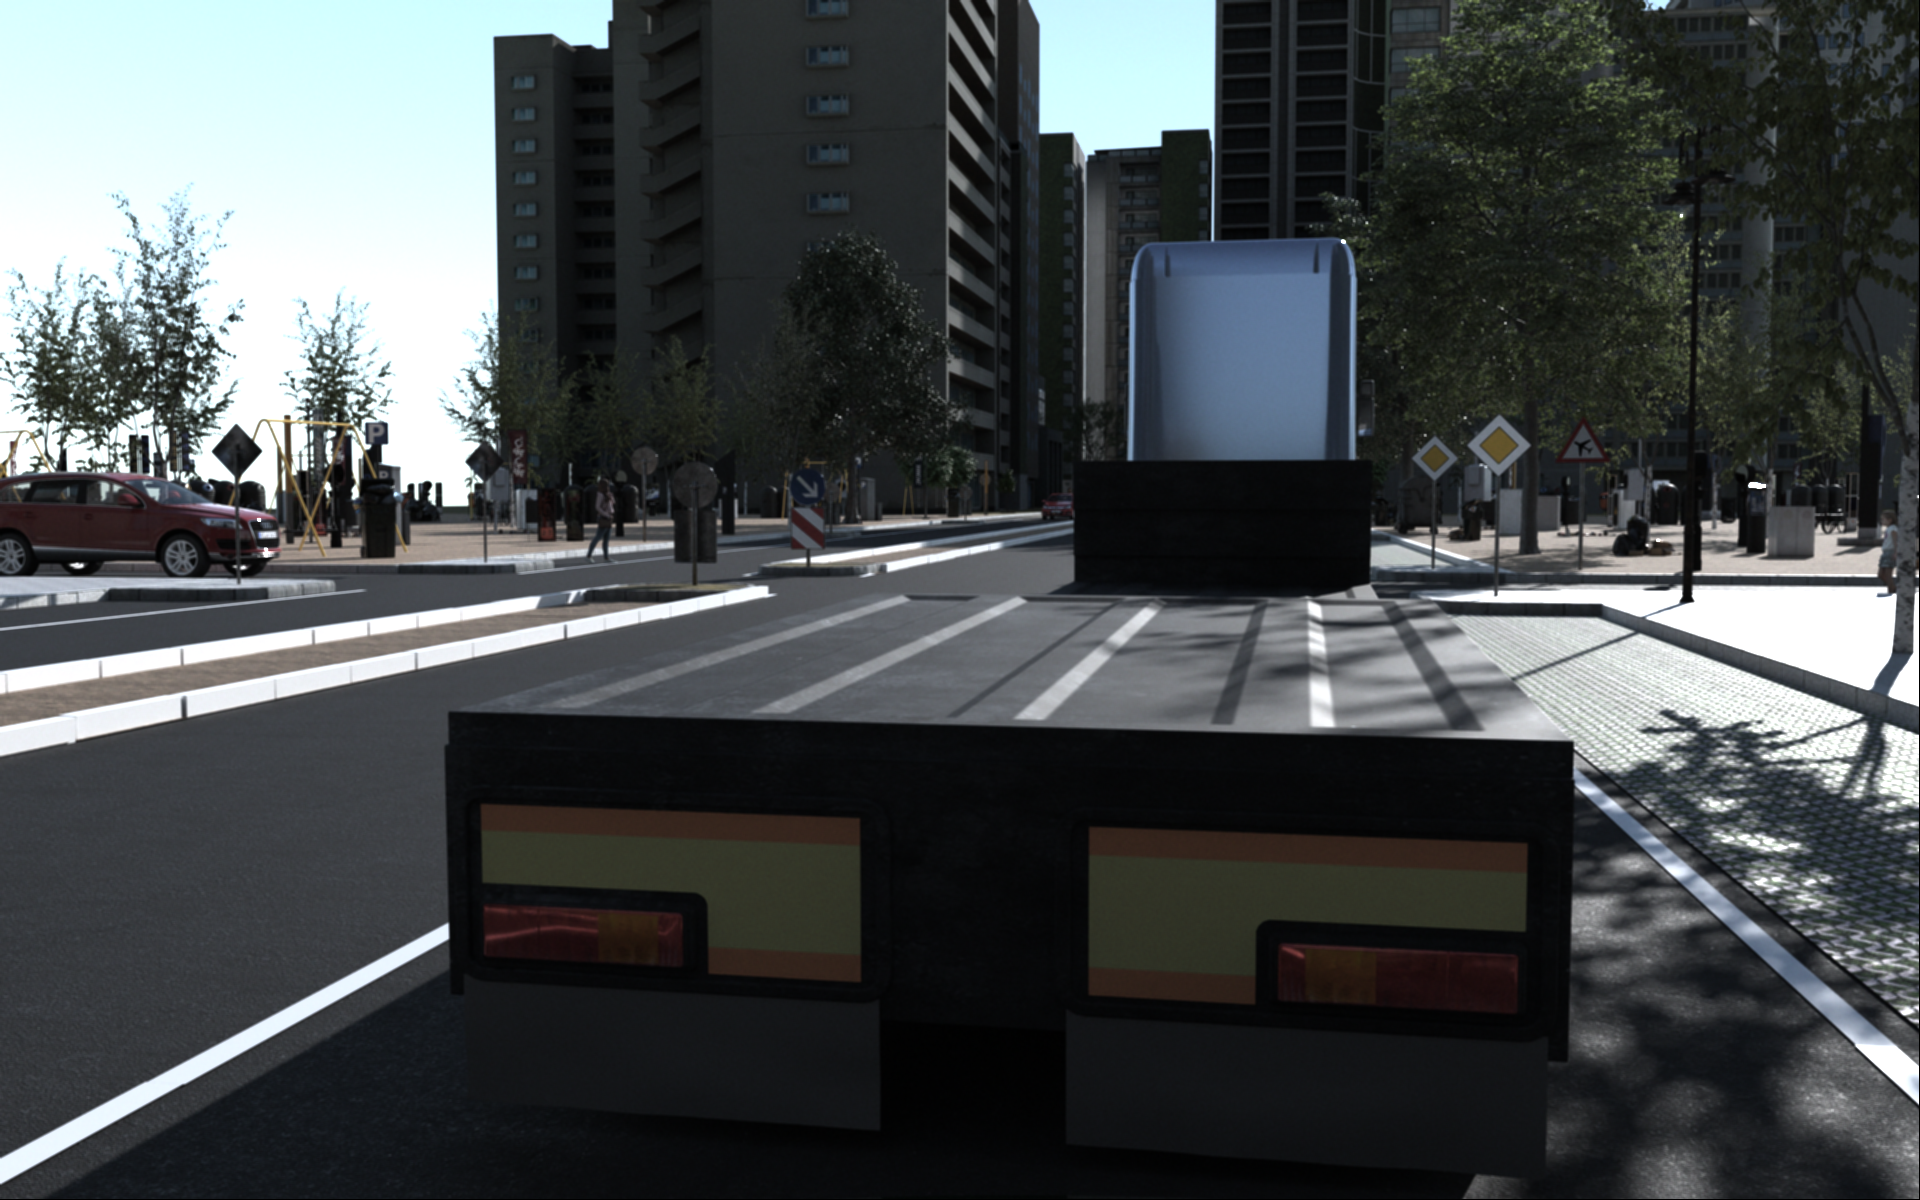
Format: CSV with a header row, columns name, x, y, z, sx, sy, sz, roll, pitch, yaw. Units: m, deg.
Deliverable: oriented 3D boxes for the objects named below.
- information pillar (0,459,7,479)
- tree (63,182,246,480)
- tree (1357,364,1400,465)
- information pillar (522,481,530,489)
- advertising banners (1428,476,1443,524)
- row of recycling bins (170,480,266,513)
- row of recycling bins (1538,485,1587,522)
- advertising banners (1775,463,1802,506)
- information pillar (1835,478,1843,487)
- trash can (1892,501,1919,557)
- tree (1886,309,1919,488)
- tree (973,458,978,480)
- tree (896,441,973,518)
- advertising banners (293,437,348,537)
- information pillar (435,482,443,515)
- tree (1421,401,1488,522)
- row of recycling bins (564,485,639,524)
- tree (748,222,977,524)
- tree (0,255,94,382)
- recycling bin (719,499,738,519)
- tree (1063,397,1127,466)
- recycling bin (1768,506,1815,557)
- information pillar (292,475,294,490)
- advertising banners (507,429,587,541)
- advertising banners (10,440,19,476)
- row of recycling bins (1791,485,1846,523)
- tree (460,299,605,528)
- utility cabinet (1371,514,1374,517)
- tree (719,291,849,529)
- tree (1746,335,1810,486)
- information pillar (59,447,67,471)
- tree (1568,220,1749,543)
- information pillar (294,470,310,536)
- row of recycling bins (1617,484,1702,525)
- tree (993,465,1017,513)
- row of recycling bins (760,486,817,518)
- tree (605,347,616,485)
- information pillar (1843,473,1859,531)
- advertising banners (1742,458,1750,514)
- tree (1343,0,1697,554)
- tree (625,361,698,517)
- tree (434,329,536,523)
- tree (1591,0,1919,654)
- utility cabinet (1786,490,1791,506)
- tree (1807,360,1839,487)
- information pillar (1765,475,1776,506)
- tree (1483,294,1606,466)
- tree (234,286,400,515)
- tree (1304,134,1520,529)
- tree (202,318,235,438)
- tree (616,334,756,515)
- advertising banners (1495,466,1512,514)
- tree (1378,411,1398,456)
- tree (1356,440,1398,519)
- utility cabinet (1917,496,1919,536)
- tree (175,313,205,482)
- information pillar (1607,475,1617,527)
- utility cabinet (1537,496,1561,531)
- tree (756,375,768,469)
name,x,y,z,sx,sy,sz,roll,pitch,yaw
information pillar,-63.847,-7.604,115.688,0.183,3.616,0.504,2,4,24
tree,-19.031,-5.553,41.159,4.360,8.622,3.978,0,3,0
tree,23.349,-9.007,97.626,4.737,8.622,4.395,0,3,0
information pillar,-22.661,-5.263,90.534,0.304,2.012,0.304,1,4,20
advertising banners,20.320,-4.766,74.104,0.090,3.025,2.074,0,4,-1
row of recycling bins,-22.452,-2.748,52.044,1.069,1.692,3.534,2,4,27
row of recycling bins,27.956,-4.545,81.425,1.069,1.692,3.534,-2,4,-31
advertising banners,46.675,-6.231,98.068,0.090,3.025,2.074,-2,4,-31
information pillar,40.820,-4.642,80.385,0.304,2.012,0.304,0,4,0
trash can,19.503,-1.459,35.504,0.748,1.137,0.748,0,3,0
tree,36.380,-7.015,65.061,4.360,8.622,3.978,0,3,0
tree,-0.631,-7.089,99.622,4.285,4.588,4.351,0,3,0
tree,-1.838,-6.622,91.991,4.285,4.588,4.351,0,3,0
advertising banners,-19.449,-3.441,52.449,0.090,3.025,2.074,3,5,40
information pillar,-32.435,-6.319,107.807,0.304,2.012,0.304,2,4,28
tree,22.975,-7.946,80.283,4.360,8.622,3.978,0,3,0
row of recycling bins,-15.680,-4.211,75.969,3.534,1.692,1.069,-3,5,-42
tree,-4.544,-9.577,73.585,9.611,12.733,9.660,0,3,0
tree,-28.260,-6.358,54.312,4.737,8.622,4.395,0,3,0
recycling bin,-11.753,-4.605,87.852,0.722,1.027,0.722,1,4,22
tree,14.169,-15.768,183.560,9.928,11.665,9.643,0,3,0
recycling bin,17.129,-1.415,35.686,0.722,1.027,0.722,1,4,10
information pillar,-25.129,-3.707,65.094,0.304,2.012,0.304,2,4,33
advertising banners,-11.206,-3.110,47.035,2.074,3.025,0.090,0,4,-7
advertising banners,-30.977,-3.661,56.045,0.090,3.025,2.074,0,4,0
row of recycling bins,39.167,-4.359,78.379,3.534,1.692,1.069,-1,4,-20
tree,-16.896,-7.073,66.009,4.737,8.622,4.395,0,3,0
utility cabinet,22.576,-5.332,95.864,0.318,1.500,1.173,0,4,-4
tree,-6.312,-6.877,62.805,4.360,8.622,3.978,0,3,0
tree,27.728,-6.896,63.118,4.360,8.622,3.978,0,3,0
information pillar,-44.757,-5.820,86.507,0.183,3.616,0.504,1,4,12
tree,18.033,-5.809,45.338,4.360,8.622,3.978,0,3,0
information pillar,-20.248,-2.993,53.426,0.304,2.012,0.304,-1,4,-12
row of recycling bins,29.290,-4.023,72.888,3.534,1.692,1.069,1,4,21
tree,3.229,-7.447,116.360,1.663,3.219,1.824,0,3,0
row of recycling bins,-9.105,-5.233,92.672,3.534,1.692,1.069,-3,5,-43
tree,-16.947,-8.196,84.371,4.737,8.622,4.395,0,3,0
information pillar,31.103,-3.421,60.424,0.304,2.012,0.304,0,4,-2
advertising banners,33.726,-4.774,74.241,0.090,3.025,2.074,2,4,31
tree,11.797,-7.258,36.788,7.486,12.596,7.792,0,3,0
tree,-16.165,-8.872,95.424,4.360,8.622,3.978,0,3,0
tree,-20.868,-7.755,77.149,4.360,8.622,3.978,0,3,0
tree,7.506,-3.889,13.952,4.737,8.622,4.395,0,3,0
utility cabinet,44.950,-5.164,93.117,1.173,1.500,0.318,-2,4,-24
tree,42.246,-8.187,84.220,4.360,8.622,3.978,0,3,0
information pillar,30.717,-3.744,65.703,0.304,2.012,0.304,3,5,44
tree,29.614,-9.955,88.511,9.928,11.665,9.643,0,3,0
tree,-22.425,-6.835,62.122,4.737,8.622,4.395,0,3,0
tree,16.255,-9.555,62.884,9.857,13.997,8.962,0,3,0
tree,-31.203,-7.276,69.323,4.737,8.622,4.395,0,3,0
tree,-12.483,-7.888,79.327,4.737,8.622,4.395,0,3,0
advertising banners,30.691,-6.222,97.919,2.074,3.025,0.090,-3,4,-36
tree,23.526,-10.539,106.732,8.767,10.594,7.601,-1,4,-18
tree,21.002,-6.486,89.754,4.285,4.588,4.351,0,3,0
utility cabinet,29.177,-2.525,52.450,1.020,1.237,0.306,2,4,33
tree,-30.605,-6.821,61.892,4.737,8.622,4.395,0,3,0
information pillar,25.351,-3.843,67.320,0.304,2.012,0.304,2,4,26
utility cabinet,20.650,-3.056,61.134,1.020,1.237,0.306,3,5,43
tree,-13.296,-9.596,107.257,4.737,8.622,4.395,0,3,0
